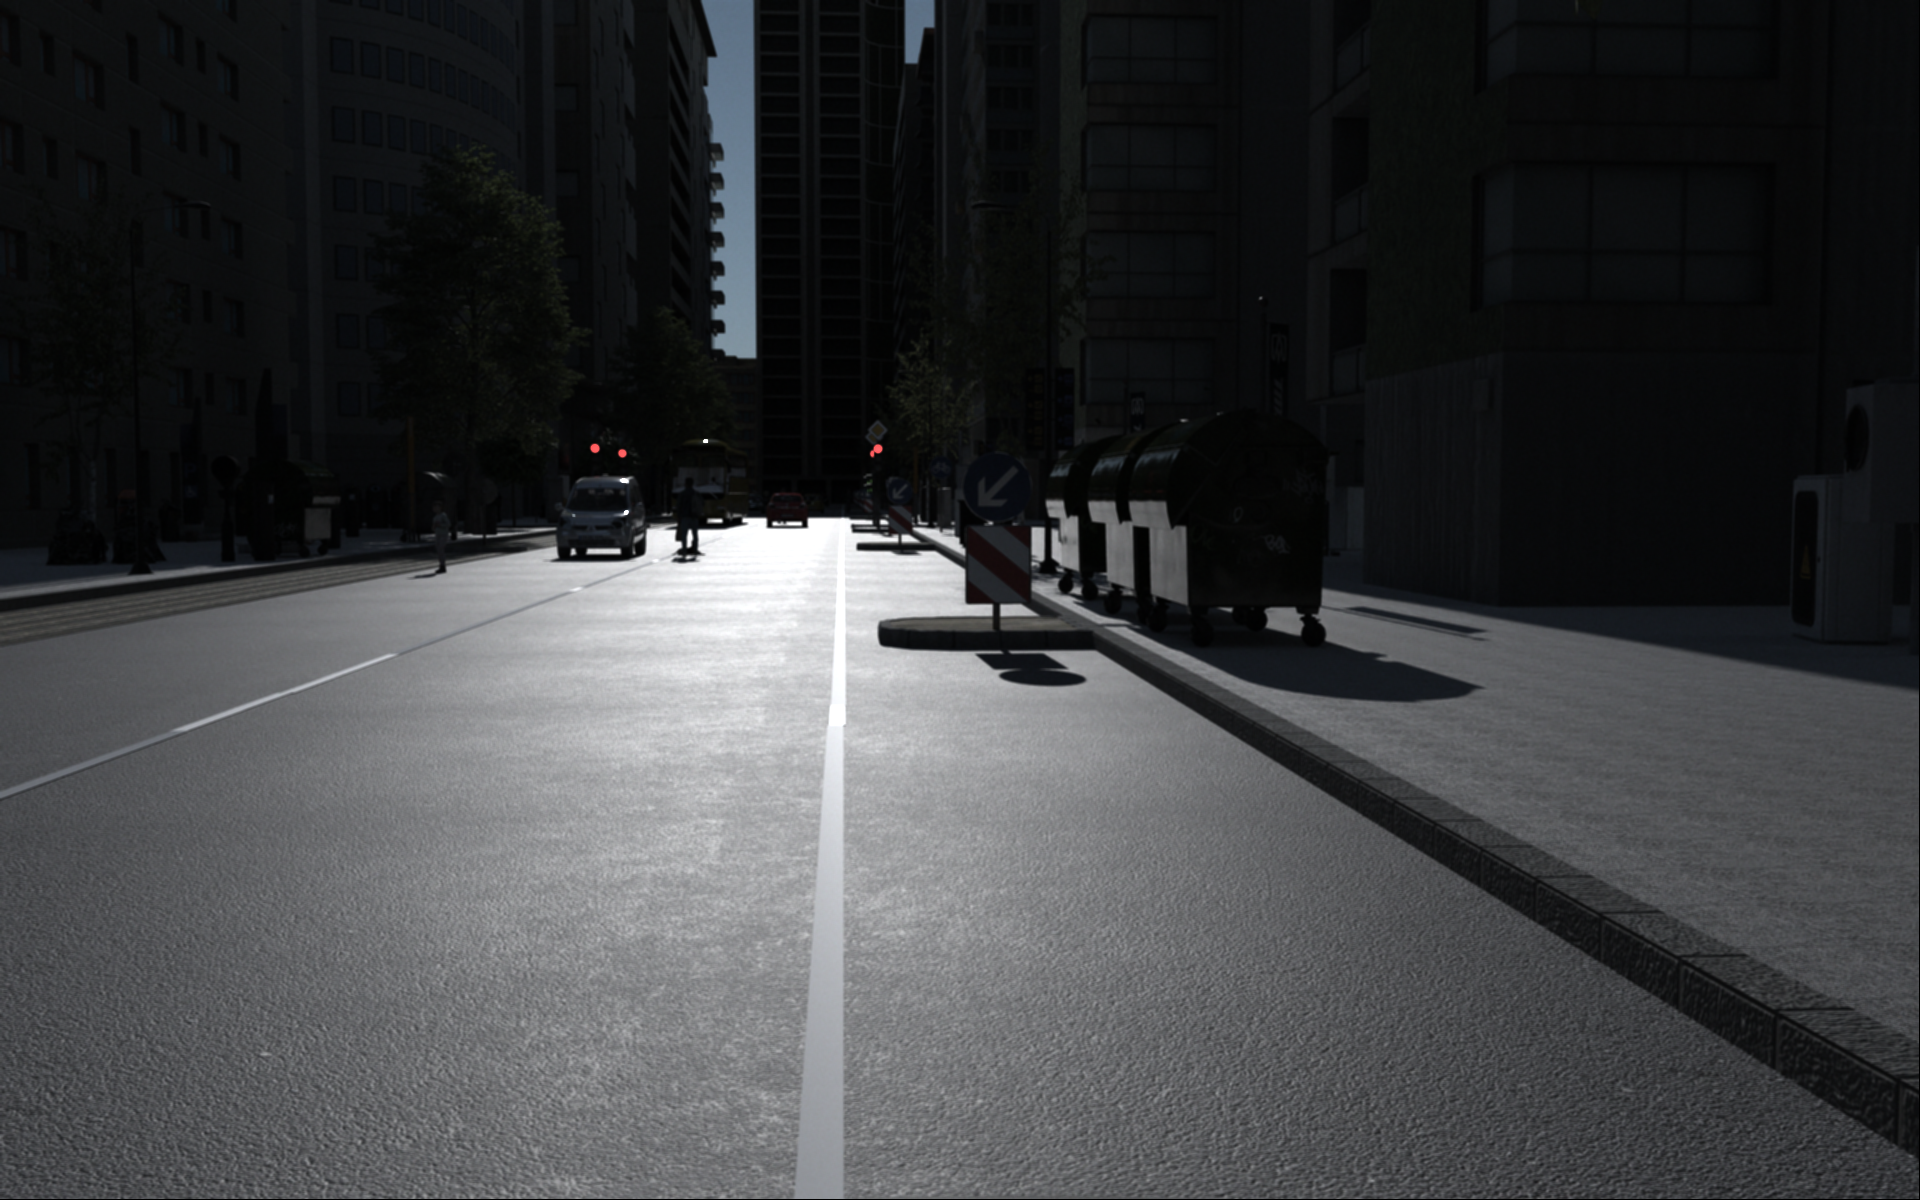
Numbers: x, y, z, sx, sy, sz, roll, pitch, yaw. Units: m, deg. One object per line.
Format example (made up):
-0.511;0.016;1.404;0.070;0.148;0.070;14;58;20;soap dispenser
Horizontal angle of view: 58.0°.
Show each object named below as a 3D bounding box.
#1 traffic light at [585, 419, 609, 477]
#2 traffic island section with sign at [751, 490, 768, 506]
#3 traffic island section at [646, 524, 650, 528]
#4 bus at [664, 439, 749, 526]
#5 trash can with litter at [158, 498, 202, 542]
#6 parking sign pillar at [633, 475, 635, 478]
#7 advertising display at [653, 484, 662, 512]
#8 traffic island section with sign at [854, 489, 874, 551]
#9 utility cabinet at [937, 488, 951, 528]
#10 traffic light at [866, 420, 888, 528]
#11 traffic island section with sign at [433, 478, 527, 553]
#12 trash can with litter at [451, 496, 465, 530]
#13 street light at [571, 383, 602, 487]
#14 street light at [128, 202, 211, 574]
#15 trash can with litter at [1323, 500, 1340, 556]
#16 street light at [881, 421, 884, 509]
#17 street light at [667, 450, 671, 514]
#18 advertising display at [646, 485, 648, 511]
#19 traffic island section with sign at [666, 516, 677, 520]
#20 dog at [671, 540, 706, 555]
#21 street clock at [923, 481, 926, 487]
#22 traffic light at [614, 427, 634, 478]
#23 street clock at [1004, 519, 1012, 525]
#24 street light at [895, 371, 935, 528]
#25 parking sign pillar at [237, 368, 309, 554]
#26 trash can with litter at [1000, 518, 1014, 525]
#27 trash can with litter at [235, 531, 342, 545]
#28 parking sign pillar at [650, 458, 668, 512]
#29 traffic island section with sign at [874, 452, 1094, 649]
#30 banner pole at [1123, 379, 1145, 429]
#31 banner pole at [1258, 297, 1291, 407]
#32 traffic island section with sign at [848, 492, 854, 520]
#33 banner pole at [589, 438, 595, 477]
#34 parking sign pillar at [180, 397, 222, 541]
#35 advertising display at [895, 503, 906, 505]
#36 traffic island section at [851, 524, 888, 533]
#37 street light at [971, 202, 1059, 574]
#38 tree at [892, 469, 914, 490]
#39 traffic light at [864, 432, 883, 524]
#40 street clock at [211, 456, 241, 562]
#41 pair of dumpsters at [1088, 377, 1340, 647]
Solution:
-13.553;-4.632;64.652;0.839;4.253;0.868;0;4;-4;traffic light
-20.641;-10.133;174.303;1.989;1.847;2.006;0;4;-4;traffic island section with sign
-14.130;-3.087;72.751;2.009;0.180;2.903;0;4;-4;traffic island section
-11.699;-5.505;81.549;2.896;3.916;12.252;0;4;-2;bus
-20.860;-2.137;46.324;1.055;1.170;0.624;-1;4;-17;trash can with litter
-27.930;-9.678;146.701;1.447;3.967;1.447;-2;4;-24;parking sign pillar
-19.383;-6.470;111.004;0.123;1.923;0.974;1;4;14;advertising display
-1.679;-2.213;44.807;1.989;1.847;2.006;0;4;-4;traffic island section with sign
-0.606;-3.465;65.330;0.318;1.500;1.173;-1;4;-13;utility cabinet
-3.116;-4.676;65.368;0.839;4.253;0.868;0;4;-4;traffic light
-11.796;-2.088;42.769;1.989;1.847;2.006;0;4;-4;traffic island section with sign
-18.283;-3.098;61.718;2.233;1.210;1.678;0;4;-6;trash can with litter
-15.671;-6.118;72.577;1.470;5.913;1.316;0;4;-4;street light
-12.610;-3.371;27.658;1.470;5.913;1.316;0;4;-4;street light
7.002;-1.524;35.982;2.233;1.210;1.678;-1;4;-13;trash can with litter
-4.609;-8.410;110.038;1.470;5.913;1.316;0;4;-4;street light
-18.115;-8.462;110.894;1.470;5.913;1.316;0;4;-4;street light
-21.492;-6.948;118.819;0.123;1.923;0.974;-1;4;-10;advertising display
-15.460;-5.425;97.321;1.989;1.847;2.006;0;4;-4;traffic island section with sign
-6.384;-1.254;40.695;0.748;0.427;0.550;3;5;42;dog
-1.755;-5.505;94.579;0.471;2.002;0.358;0;4;-5;street clock
-14.089;-5.119;72.619;0.839;4.253;0.868;0;4;-4;traffic light
1.081;-2.089;38.720;0.358;2.002;0.471;0;4;3;street clock
-1.650;-5.683;65.453;1.470;5.913;1.316;0;4;-4;street light
-15.020;-3.015;37.768;1.447;3.967;1.447;-2;4;-31;parking sign pillar
1.273;-1.991;43.944;0.624;1.170;1.055;-3;4;-36;trash can with litter
-17.169;-2.000;43.750;2.233;1.210;1.678;1;4;11;trash can with litter
-21.657;-8.346;124.925;1.447;3.967;1.447;1;4;13;parking sign pillar
0.195;-0.514;17.025;1.989;1.847;2.006;0;4;-4;traffic island section with sign
3.735;-2.908;37.561;0.401;3.779;0.863;-3;4;-37;banner pole
4.010;-1.975;22.303;0.401;3.779;0.863;3;5;42;banner pole
-5.255;-5.466;97.996;1.989;1.847;2.006;0;4;-4;traffic island section with sign
-16.437;-5.350;77.484;0.401;3.779;0.863;-2;4;-25;banner pole
-21.095;-3.616;47.599;1.447;3.967;1.447;-1;4;-19;parking sign pillar
-3.591;-6.149;105.751;0.974;1.923;0.123;2;4;33;advertising display
-3.075;-2.642;65.485;2.009;0.180;2.903;0;4;-4;traffic island section
0.880;-3.375;27.717;1.470;5.913;1.316;0;4;-4;street light
-3.949;-8.496;133.518;1.663;3.219;1.824;0;3;0;tree
-3.652;-5.163;73.335;0.839;4.253;0.868;0;4;-4;traffic light
-13.887;-1.727;32.808;0.471;2.002;0.358;0;4;-2;street clock
2.302;-0.855;16.475;1.574;2.255;4.437;0;4;-4;pair of dumpsters
